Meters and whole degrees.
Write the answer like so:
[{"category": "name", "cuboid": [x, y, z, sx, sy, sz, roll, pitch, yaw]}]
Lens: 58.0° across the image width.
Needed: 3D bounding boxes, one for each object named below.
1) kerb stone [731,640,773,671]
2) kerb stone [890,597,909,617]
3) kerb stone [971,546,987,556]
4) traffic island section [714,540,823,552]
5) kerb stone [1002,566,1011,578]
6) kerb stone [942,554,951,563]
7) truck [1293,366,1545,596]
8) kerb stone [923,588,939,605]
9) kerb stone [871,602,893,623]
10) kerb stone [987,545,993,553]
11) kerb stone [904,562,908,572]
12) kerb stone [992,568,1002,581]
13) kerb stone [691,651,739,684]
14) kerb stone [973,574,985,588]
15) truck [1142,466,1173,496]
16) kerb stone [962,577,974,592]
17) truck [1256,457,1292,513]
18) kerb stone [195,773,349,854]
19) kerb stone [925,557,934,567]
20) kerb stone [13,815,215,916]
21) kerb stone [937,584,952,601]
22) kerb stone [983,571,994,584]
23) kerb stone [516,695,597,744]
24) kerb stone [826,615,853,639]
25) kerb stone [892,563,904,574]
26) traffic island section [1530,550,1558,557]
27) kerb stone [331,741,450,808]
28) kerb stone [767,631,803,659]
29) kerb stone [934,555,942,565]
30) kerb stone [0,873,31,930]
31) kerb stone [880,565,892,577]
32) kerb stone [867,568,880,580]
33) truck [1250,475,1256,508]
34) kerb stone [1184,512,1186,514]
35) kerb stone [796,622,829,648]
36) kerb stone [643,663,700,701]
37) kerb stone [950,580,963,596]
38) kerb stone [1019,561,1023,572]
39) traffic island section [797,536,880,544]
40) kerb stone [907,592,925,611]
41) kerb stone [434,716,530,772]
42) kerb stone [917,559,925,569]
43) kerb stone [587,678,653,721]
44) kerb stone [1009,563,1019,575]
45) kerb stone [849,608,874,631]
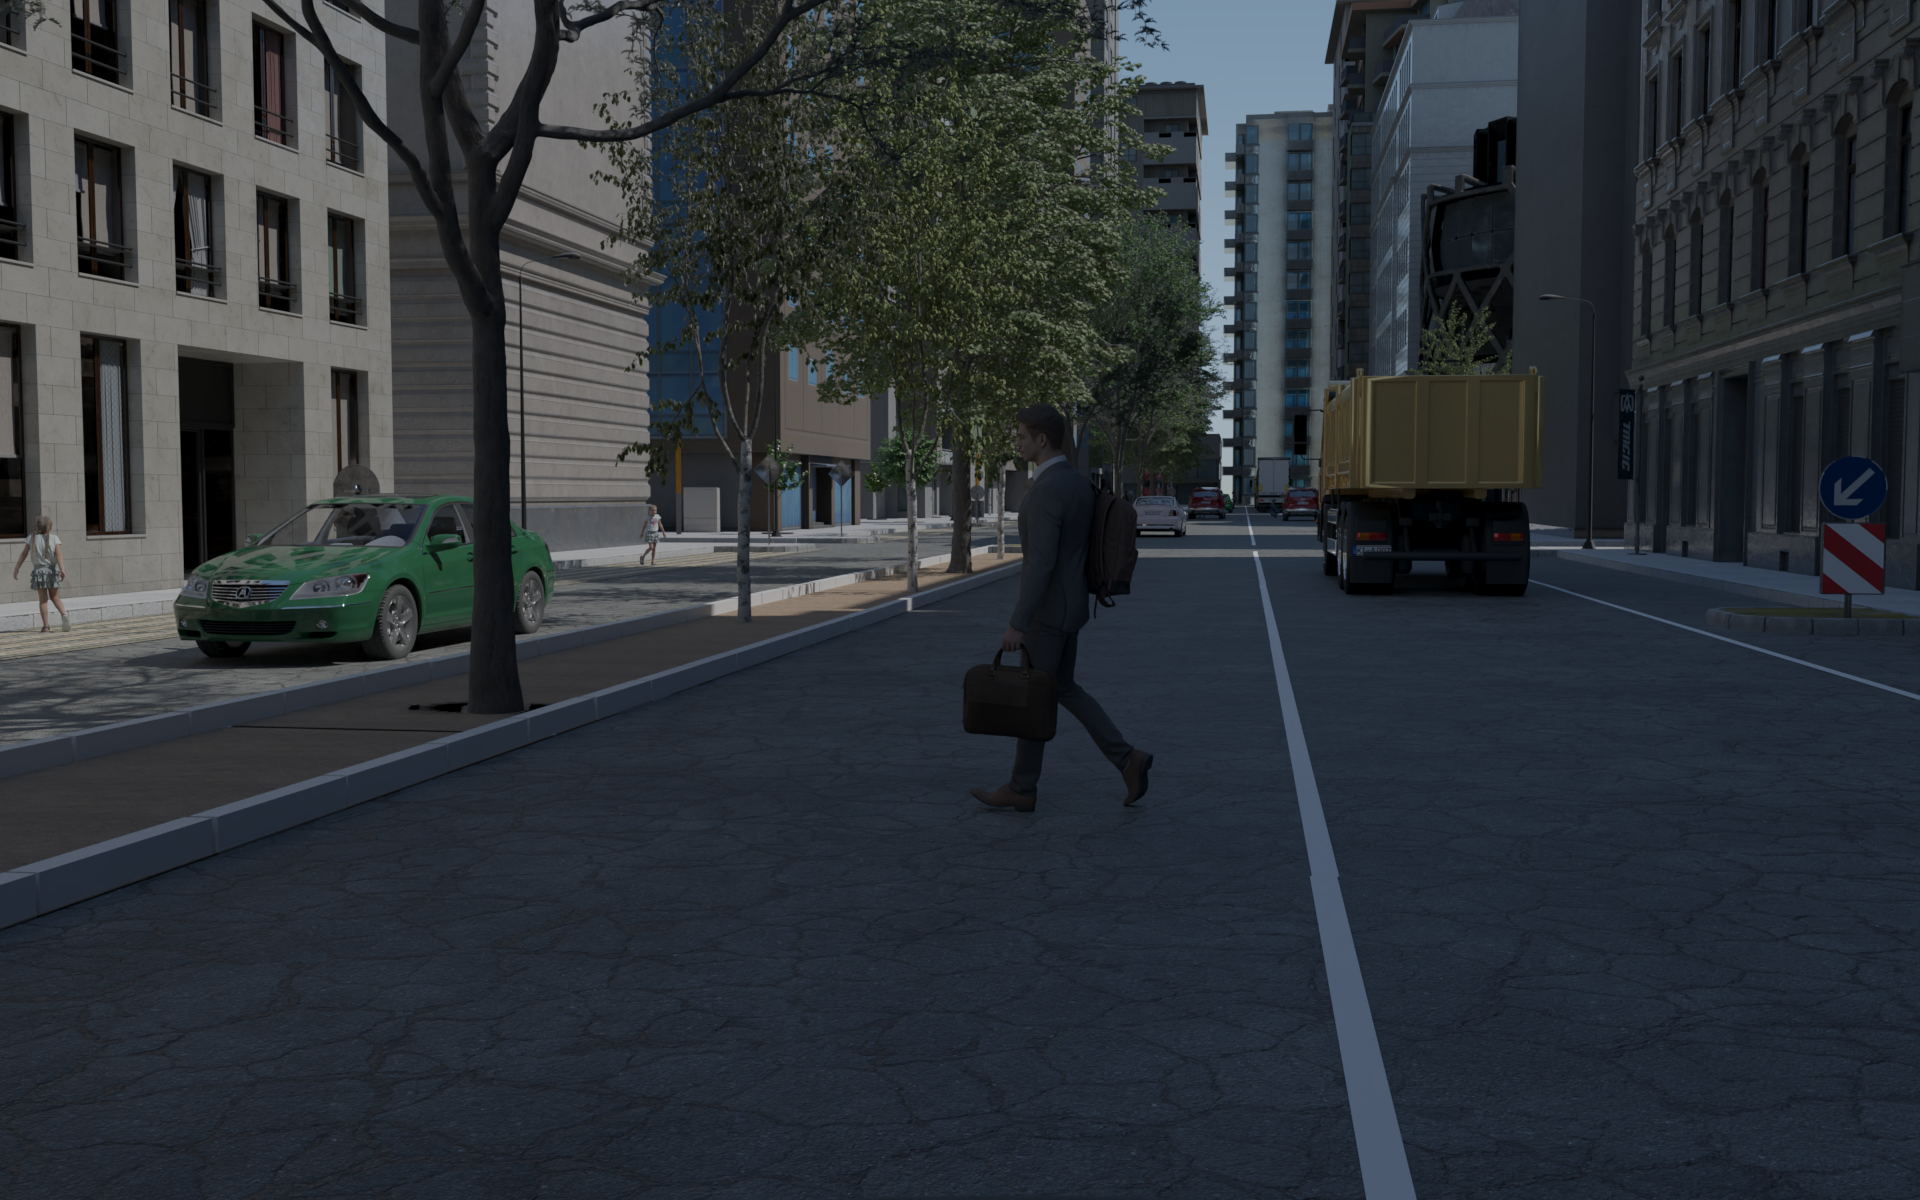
[{"category": "kerb stone", "cuboid": [-1.776, 0.473, 14.470, 0.120, 0.150, 1.000, 1, 4, 9]}, {"category": "kerb stone", "cuboid": [-0.789, 0.100, 20.558, 0.120, 0.150, 1.000, 1, 4, 9]}, {"category": "kerb stone", "cuboid": [0.447, -1.157, 41.112, 0.120, 0.150, 1.000, 1, 4, 9]}, {"category": "traffic island section", "cuboid": [-4.841, -1.313, 43.752, 2.009, 0.180, 2.903, 1, 4, 9]}, {"category": "kerb stone", "cuboid": [0.703, -0.456, 29.650, 0.120, 0.150, 1.000, 1, 4, 9]}, {"category": "kerb stone", "cuboid": [-0.377, -0.843, 36.046, 0.120, 0.150, 1.000, 1, 4, 9]}, {"category": "truck", "cuboid": [7.299, -1.971, 28.156, 3.469, 3.379, 9.791, 1, 4, 9]}, {"category": "kerb stone", "cuboid": [-0.457, -0.023, 22.576, 0.120, 0.150, 1.000, 1, 4, 9]}, {"category": "kerb stone", "cuboid": [-0.948, 0.162, 19.542, 0.120, 0.150, 1.000, 1, 4, 9]}, {"category": "kerb stone", "cuboid": [0.616, -1.216, 42.127, 0.120, 0.150, 1.000, 1, 4, 9]}, {"category": "kerb stone", "cuboid": [-1.039, -0.599, 32.000, 0.120, 0.150, 1.000, 1, 4, 9]}, {"category": "kerb stone", "cuboid": [0.530, -0.394, 28.643, 0.120, 0.150, 1.000, 1, 4, 9]}, {"category": "kerb stone", "cuboid": [-1.944, 0.534, 13.461, 0.120, 0.150, 1.000, 1, 4, 9]}, {"category": "kerb stone", "cuboid": [0.208, -0.271, 26.625, 0.120, 0.150, 1.000, 1, 4, 9]}, {"category": "truck", "cuboid": [20.077, -11.413, 175.516, 2.839, 4.237, 11.283, 1, 4, 9]}, {"category": "kerb stone", "cuboid": [0.040, -0.207, 25.609, 0.120, 0.150, 1.000, 1, 4, 9]}, {"category": "truck", "cuboid": [24.803, -9.049, 136.863, 2.839, 4.237, 11.283, 1, 4, 10]}, {"category": "kerb stone", "cuboid": [-2.929, 0.906, 7.388, 0.120, 0.150, 1.000, 1, 4, 9]}, {"category": "kerb stone", "cuboid": [-0.711, -0.723, 34.018, 0.120, 0.150, 1.000, 1, 4, 9]}, {"category": "kerb stone", "cuboid": [-3.102, 0.968, 6.381, 0.120, 0.150, 1.000, 1, 4, 9]}, {"category": "kerb stone", "cuboid": [-0.285, -0.085, 23.584, 0.120, 0.150, 1.000, 1, 4, 9]}, {"category": "kerb stone", "cuboid": [0.370, -0.333, 27.634, 0.120, 0.150, 1.000, 1, 4, 9]}, {"category": "kerb stone", "cuboid": [-2.446, 0.720, 10.431, 0.120, 0.150, 1.000, 1, 4, 9]}, {"category": "kerb stone", "cuboid": [-1.282, 0.288, 17.517, 0.120, 0.150, 1.000, 1, 4, 9]}, {"category": "kerb stone", "cuboid": [-1.212, -0.534, 30.985, 0.120, 0.150, 1.000, 1, 4, 9]}, {"category": "traffic island section", "cuboid": [12.816, -1.137, 40.873, 2.009, 0.180, 2.903, 1, 4, 9]}, {"category": "kerb stone", "cuboid": [-2.768, 0.844, 8.397, 0.120, 0.150, 1.000, 1, 4, 9]}, {"category": "kerb stone", "cuboid": [-1.614, 0.411, 15.479, 0.120, 0.150, 1.000, 1, 4, 9]}, {"category": "kerb stone", "cuboid": [-0.553, -0.785, 35.028, 0.120, 0.150, 1.000, 1, 4, 9]}, {"category": "kerb stone", "cuboid": [-3.263, 1.029, 5.371, 0.120, 0.150, 1.000, 1, 4, 9]}, {"category": "kerb stone", "cuboid": [-1.372, -0.476, 29.975, 0.120, 0.150, 1.000, 1, 4, 9]}, {"category": "kerb stone", "cuboid": [-1.549, -0.410, 28.963, 0.120, 0.150, 1.000, 1, 4, 9]}, {"category": "truck", "cuboid": [31.134, -10.985, 175.530, 3.469, 3.379, 9.791, 1, 4, 9]}, {"category": "kerb stone", "cuboid": [15.989, -6.182, 123.276, 0.120, 0.150, 1.000, 1, 4, 9]}, {"category": "kerb stone", "cuboid": [-1.446, 0.349, 16.489, 0.120, 0.150, 1.000, 1, 4, 9]}, {"category": "kerb stone", "cuboid": [-2.102, 0.596, 12.452, 0.120, 0.150, 1.000, 1, 4, 9]}, {"category": "kerb stone", "cuboid": [-0.128, -0.145, 24.600, 0.120, 0.150, 1.000, 1, 4, 9]}, {"category": "kerb stone", "cuboid": [1.030, -0.580, 31.686, 0.120, 0.150, 1.000, 1, 4, 9]}, {"category": "traffic island section", "cuboid": [-3.553, -1.795, 51.633, 2.009, 0.180, 2.903, 1, 4, 9]}, {"category": "kerb stone", "cuboid": [-0.622, 0.038, 21.568, 0.120, 0.150, 1.000, 1, 4, 9]}, {"category": "kerb stone", "cuboid": [-2.611, 0.782, 9.410, 0.120, 0.150, 1.000, 1, 4, 9]}, {"category": "kerb stone", "cuboid": [-0.872, -0.658, 33.008, 0.120, 0.150, 1.000, 1, 4, 9]}, {"category": "kerb stone", "cuboid": [-2.270, 0.658, 11.443, 0.120, 0.150, 1.000, 1, 4, 9]}, {"category": "kerb stone", "cuboid": [0.875, -0.518, 30.667, 0.120, 0.150, 1.000, 1, 4, 9]}, {"category": "kerb stone", "cuboid": [-1.110, 0.225, 18.524, 0.120, 0.150, 1.000, 1, 4, 9]}]
